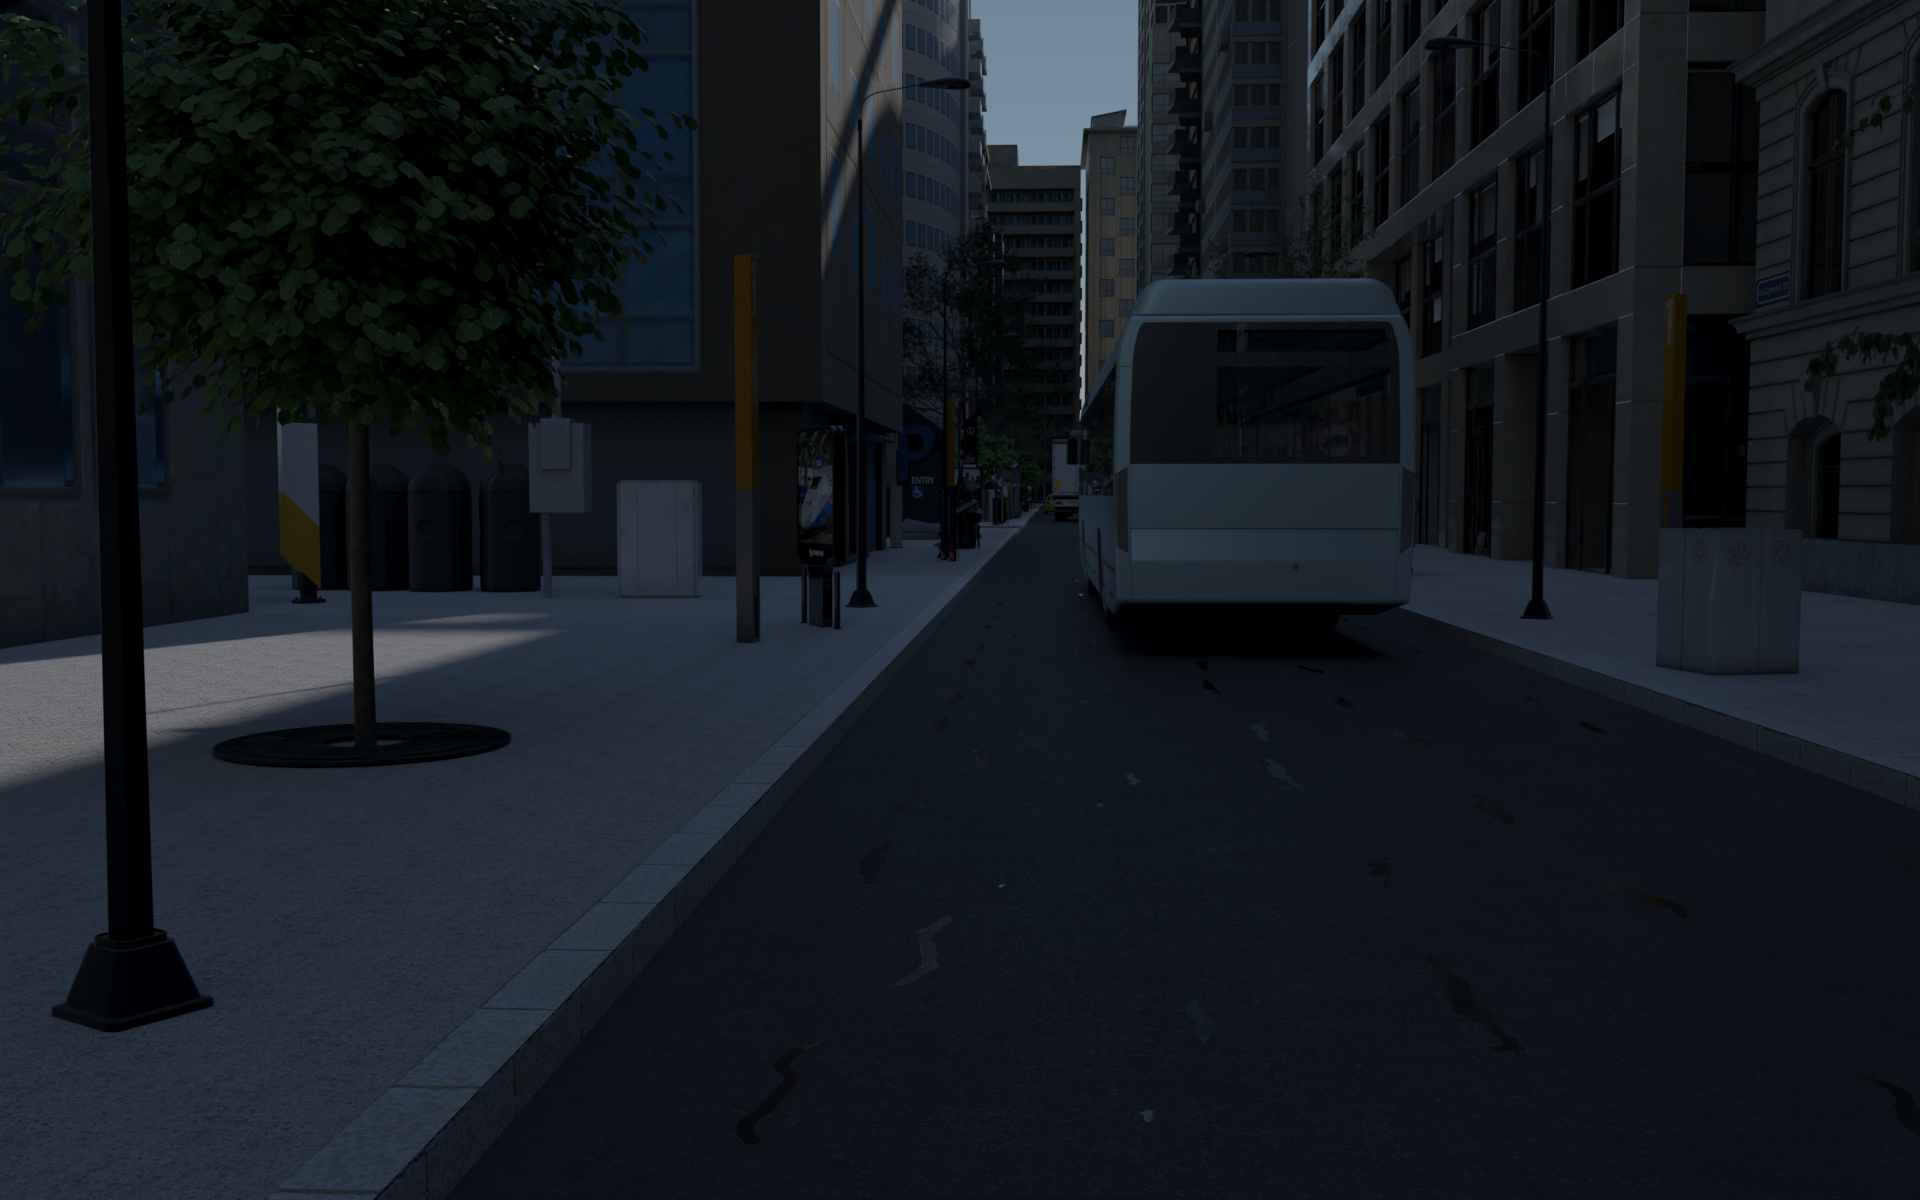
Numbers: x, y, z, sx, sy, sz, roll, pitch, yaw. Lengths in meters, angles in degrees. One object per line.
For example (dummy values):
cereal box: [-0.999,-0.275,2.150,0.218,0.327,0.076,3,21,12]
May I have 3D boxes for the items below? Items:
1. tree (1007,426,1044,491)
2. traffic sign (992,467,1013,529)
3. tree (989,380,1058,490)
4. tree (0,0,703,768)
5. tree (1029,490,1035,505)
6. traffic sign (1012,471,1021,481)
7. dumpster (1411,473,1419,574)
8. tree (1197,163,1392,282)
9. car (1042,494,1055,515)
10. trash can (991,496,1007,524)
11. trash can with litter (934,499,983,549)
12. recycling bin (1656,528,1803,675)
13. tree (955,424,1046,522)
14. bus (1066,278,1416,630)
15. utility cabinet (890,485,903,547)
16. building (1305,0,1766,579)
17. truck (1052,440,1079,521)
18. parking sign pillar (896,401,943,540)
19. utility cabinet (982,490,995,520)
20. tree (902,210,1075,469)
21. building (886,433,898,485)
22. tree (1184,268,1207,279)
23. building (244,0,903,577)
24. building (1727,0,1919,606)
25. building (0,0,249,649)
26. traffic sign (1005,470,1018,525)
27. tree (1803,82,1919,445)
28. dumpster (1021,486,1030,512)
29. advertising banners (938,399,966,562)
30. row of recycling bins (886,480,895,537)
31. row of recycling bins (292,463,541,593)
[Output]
tree: [5.810,-12.811,159.827,4.737,8.622,4.395,0,3,0]
traffic sign: [1.552,-3.643,63.213,0.795,2.450,0.064,0,4,3]
tree: [3.846,-9.873,111.791,4.360,8.622,3.978,0,3,0]
tree: [-2.936,-1.527,8.674,4.285,4.588,4.351,0,3,0]
tree: [8.194,-12.917,205.793,1.663,3.219,1.824,0,3,0]
traffic sign: [2.932,-5.773,94.501,0.768,2.556,0.104,1,4,13]
dumpster: [6.646,-1.360,27.993,1.264,1.857,1.865,0,4,3]
tree: [7.379,-5.355,37.911,4.360,8.622,3.978,0,3,0]
car: [6.813,-6.884,122.769,2.015,1.641,3.980,0,4,2]
trash can: [1.689,-3.814,74.017,0.748,1.137,0.748,0,3,0]
trash can with litter: [-0.035,-1.769,40.312,1.055,1.170,0.624,-2,4,-27]
recycling bin: [5.598,-0.004,12.627,0.722,1.027,0.722,-1,4,-11]
tree: [1.115,-5.891,80.030,4.285,4.588,4.351,0,3,0]
bus: [2.893,-1.626,21.449,2.948,3.499,13.247,0,4,2]
utility cabinet: [-1.522,-2.011,41.567,0.318,1.500,1.173,0,4,-2]
building: [20.526,-14.506,41.683,19.350,26.468,34.151,0,4,3]
truck: [6.419,-6.479,94.838,2.839,4.237,11.283,0,4,4]
parking sign pillar: [-1.132,-3.702,48.999,1.447,3.967,1.447,1,4,19]
utility cabinet: [1.371,-4.680,85.189,0.318,1.500,1.173,-1,4,-19]
tree: [0.218,-7.472,56.573,7.601,10.594,8.767,0,4,-7]
building: [-11.698,-39.422,82.798,20.563,71.187,20.611,0,4,3]
tree: [8.070,-6.461,55.993,4.737,8.622,4.395,0,3,0]
building: [-8.607,-23.390,32.540,14.600,45.320,14.200,0,4,3]
building: [15.542,-11.504,7.182,14.460,24.649,34.723,0,4,3]
building: [-17.683,-42.111,1.180,22.319,86.520,31.000,0,4,3]
traffic sign: [1.978,-4.131,71.187,0.795,2.450,0.064,0,4,3]
tree: [5.372,-3.487,7.370,4.360,8.622,3.978,0,3,0]
dumpster: [4.150,-7.279,121.497,1.502,2.255,1.985,0,4,3]
advertising banners: [-0.146,-2.253,33.027,0.090,3.025,2.074,-1,4,-13]
row of recycling bins: [-3.507,-2.762,52.276,3.534,1.692,1.069,1,4,22]
row of recycling bins: [-7.284,-0.979,23.113,3.534,1.692,1.069,1,4,10]
